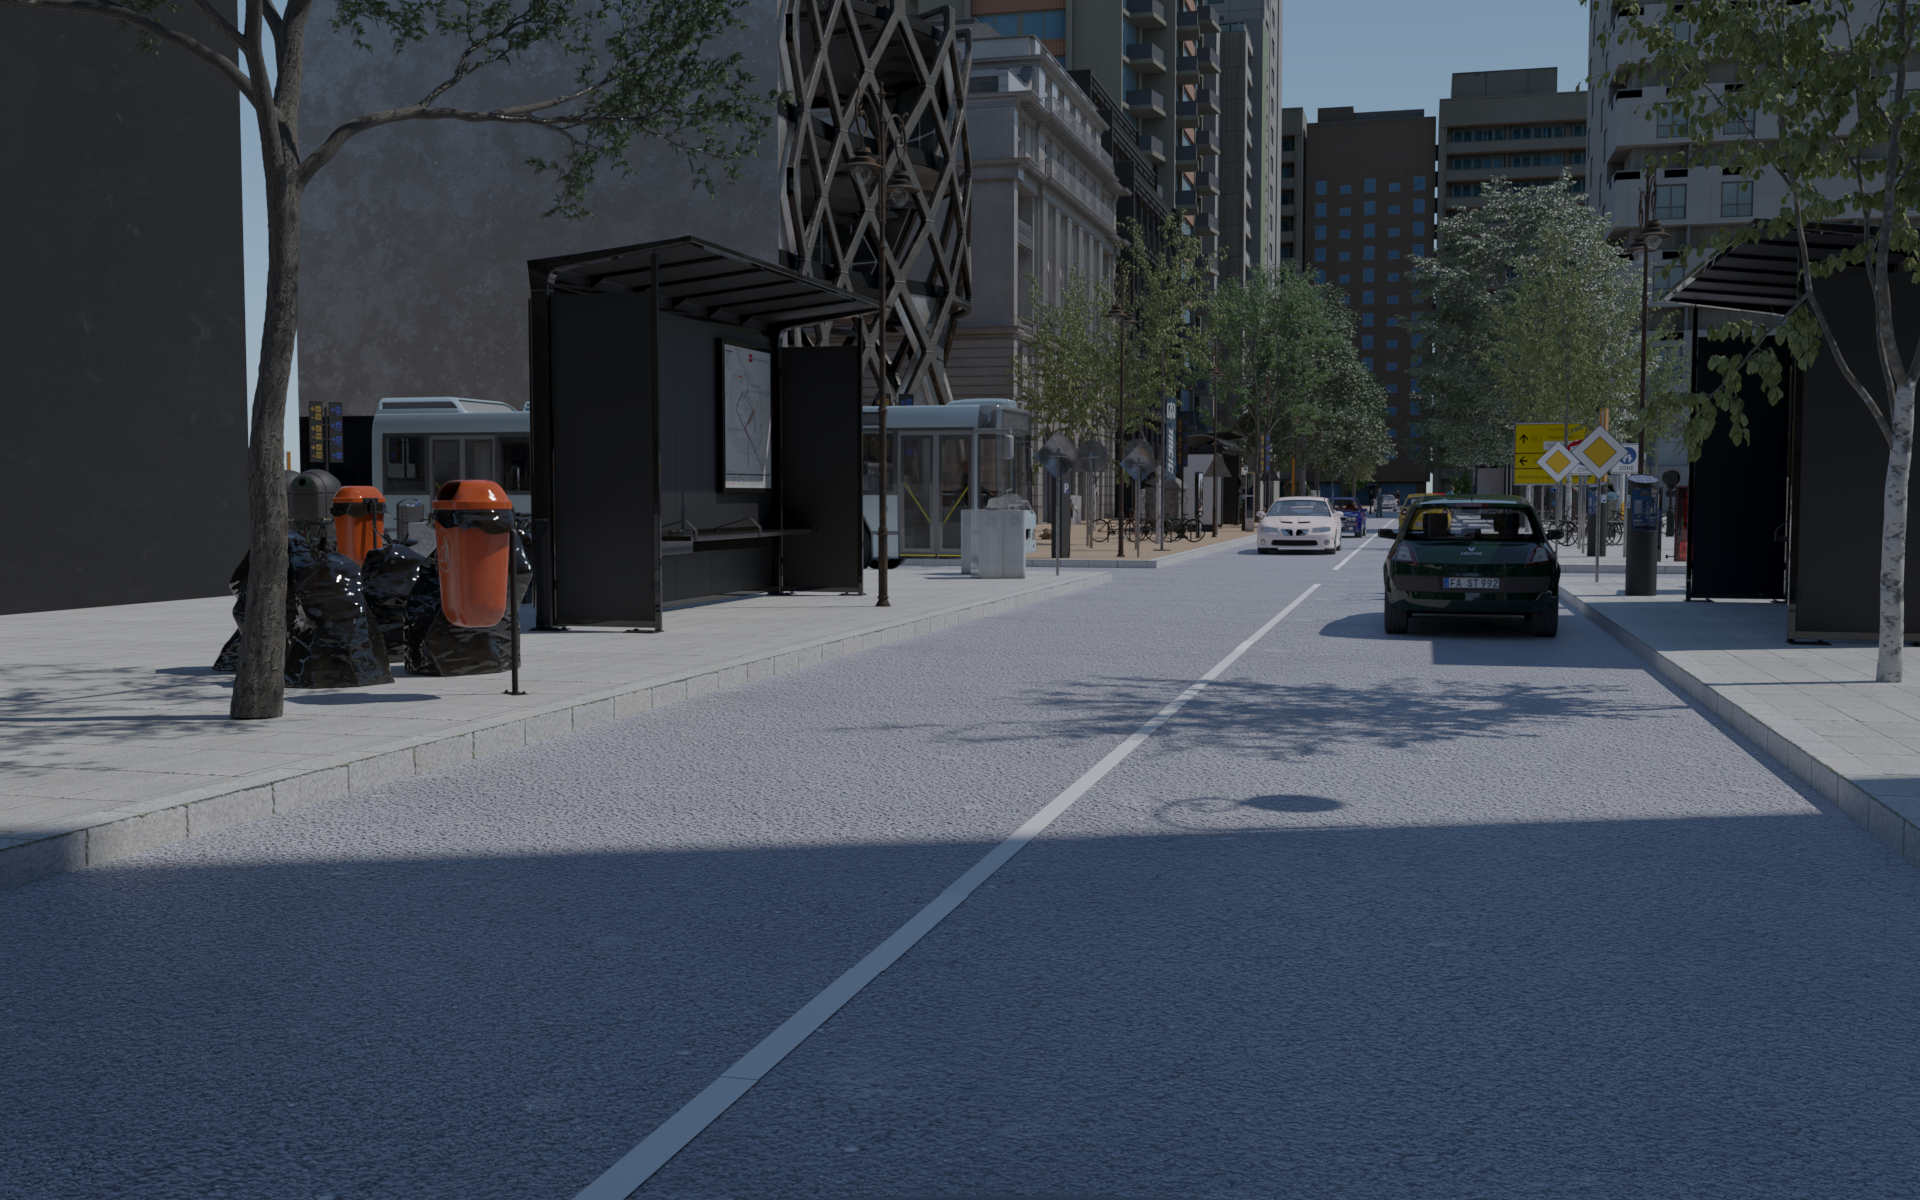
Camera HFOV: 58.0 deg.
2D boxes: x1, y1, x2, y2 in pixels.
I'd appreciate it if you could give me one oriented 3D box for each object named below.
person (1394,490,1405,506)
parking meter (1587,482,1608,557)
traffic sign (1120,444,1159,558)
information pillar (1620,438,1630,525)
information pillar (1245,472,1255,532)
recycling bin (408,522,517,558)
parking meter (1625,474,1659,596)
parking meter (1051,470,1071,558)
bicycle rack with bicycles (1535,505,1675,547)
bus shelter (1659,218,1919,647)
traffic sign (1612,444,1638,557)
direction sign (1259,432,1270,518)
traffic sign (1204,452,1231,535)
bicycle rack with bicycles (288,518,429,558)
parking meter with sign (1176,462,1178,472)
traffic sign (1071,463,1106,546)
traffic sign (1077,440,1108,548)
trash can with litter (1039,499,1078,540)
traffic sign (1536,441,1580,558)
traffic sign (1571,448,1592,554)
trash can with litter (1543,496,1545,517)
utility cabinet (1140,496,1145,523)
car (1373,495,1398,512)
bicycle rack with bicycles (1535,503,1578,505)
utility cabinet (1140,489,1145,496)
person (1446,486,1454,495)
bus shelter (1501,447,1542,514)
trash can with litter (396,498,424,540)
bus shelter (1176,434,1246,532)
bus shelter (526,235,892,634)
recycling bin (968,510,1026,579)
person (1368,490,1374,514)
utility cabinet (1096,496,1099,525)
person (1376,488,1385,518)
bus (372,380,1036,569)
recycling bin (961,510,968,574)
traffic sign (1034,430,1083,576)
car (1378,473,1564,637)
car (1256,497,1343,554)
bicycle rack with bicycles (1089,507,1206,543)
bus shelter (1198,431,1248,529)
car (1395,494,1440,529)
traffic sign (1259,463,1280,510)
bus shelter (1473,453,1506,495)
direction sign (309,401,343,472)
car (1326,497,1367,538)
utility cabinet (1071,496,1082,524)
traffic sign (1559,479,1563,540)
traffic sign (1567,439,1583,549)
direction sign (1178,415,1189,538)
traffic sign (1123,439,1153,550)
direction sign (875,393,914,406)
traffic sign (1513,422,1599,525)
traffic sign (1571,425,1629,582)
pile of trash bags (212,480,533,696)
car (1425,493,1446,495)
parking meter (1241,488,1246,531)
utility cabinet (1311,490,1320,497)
[{"bbox_3d":[40.176,-9.164,158.858,1.217,1.766,0.721,2,4,33],"label":"person"},{"bbox_3d":[13.076,-1.660,35.545,0.372,1.533,0.369,0,3,0],"label":"parking meter"},{"bbox_3d":[3.601,-1.912,34.911,0.795,2.450,0.064,1,4,15],"label":"traffic sign"},{"bbox_3d":[27.665,-4.933,72.009,0.504,3.616,0.183,-2,4,-33],"label":"information pillar"},{"bbox_3d":[9.867,-3.330,58.935,0.304,2.012,0.304,1,4,11],"label":"information pillar"},{"bbox_3d":[-4.416,-0.176,15.427,0.722,1.027,0.722,1,4,11],"label":"recycling bin"},{"bbox_3d":[8.620,-0.824,21.886,0.372,1.533,0.369,0,3,0],"label":"parking meter"},{"bbox_3d":[2.024,-1.772,34.685,0.255,1.863,0.399,2,4,33],"label":"parking meter"},{"bbox_3d":[15.894,-1.835,43.389,2.925,0.926,2.852,0,4,-4],"label":"bicycle rack with bicycles"},{"bbox_3d":[8.383,-1.608,17.575,1.731,3.624,6.357,1,4,15],"label":"bus shelter"},{"bbox_3d":[13.466,-2.012,35.033,0.606,2.300,0.079,1,4,15],"label":"traffic sign"},{"bbox_3d":[11.193,-4.386,63.700,0.379,3.537,0.876,2,4,33],"label":"direction sign"},{"bbox_3d":[7.973,-3.286,53.723,0.884,2.594,0.081,2,4,25],"label":"traffic sign"},{"bbox_3d":[-8.984,-0.748,25.615,2.852,0.926,2.925,1,4,11],"label":"bicycle rack with bicycles"},{"bbox_3d":[12.243,-5.976,93.969,0.543,3.016,1.738,2,4,25],"label":"parking meter with sign"},{"bbox_3d":[3.127,-2.589,42.338,0.884,2.594,0.081,2,4,24],"label":"traffic sign"},{"bbox_3d":[3.100,-2.494,40.887,0.768,2.556,0.104,1,4,21],"label":"traffic sign"},{"bbox_3d":[2.761,-2.293,48.879,1.055,1.170,0.624,-3,5,-42],"label":"trash can with litter"},{"bbox_3d":[11.320,-1.785,32.832,0.795,2.450,0.064,1,4,15],"label":"traffic sign"},{"bbox_3d":[13.416,-2.146,37.220,0.606,2.300,0.079,1,4,22],"label":"traffic sign"},{"bbox_3d":[30.152,-4.790,89.704,0.624,1.170,1.055,1,4,21],"label":"trash can with litter"},{"bbox_3d":[8.376,-3.979,76.210,1.020,1.237,0.306,-1,4,-21],"label":"utility cabinet"},{"bbox_3d":[35.159,-8.002,143.187,2.083,1.381,4.827,1,4,13],"label":"car"},{"bbox_3d":[21.711,-2.940,61.451,2.852,0.926,2.925,-3,5,-44],"label":"bicycle rack with bicycles"},{"bbox_3d":[8.418,-4.221,77.691,0.318,1.500,1.173,3,5,44],"label":"utility cabinet"},{"bbox_3d":[21.229,-4.052,75.090,0.444,1.785,0.601,-1,4,-21],"label":"person"},{"bbox_3d":[25.506,-6.125,77.770,2.179,5.291,8.768,1,4,15],"label":"bus shelter"},{"bbox_3d":[-8.902,-1.115,29.290,1.678,1.210,2.233,2,4,33],"label":"trash can with litter"},{"bbox_3d":[8.769,-4.105,61.042,2.014,3.302,5.546,1,4,15],"label":"bus shelter"},{"bbox_3d":[-2.481,-1.694,18.983,1.731,3.624,6.357,1,4,15],"label":"bus shelter"},{"bbox_3d":[0.580,-0.851,26.474,0.722,1.027,0.722,-1,4,-11],"label":"recycling bin"},{"bbox_3d":[29.050,-6.898,122.113,0.721,1.723,1.217,1,4,18],"label":"person"},{"bbox_3d":[5.620,-3.722,72.013,0.306,1.237,1.020,0,4,4],"label":"utility cabinet"},{"bbox_3d":[25.575,-5.906,105.240,0.590,1.801,0.661,1,4,21],"label":"person"},{"bbox_3d":[-4.430,-2.290,32.299,13.247,3.499,2.948,1,4,16],"label":"bus"},{"bbox_3d":[0.499,-0.934,27.820,0.722,1.027,0.722,3,4,38],"label":"recycling bin"},{"bbox_3d":[1.538,-1.441,27.196,0.795,2.450,0.064,1,4,15],"label":"traffic sign"},{"bbox_3d":[5.568,-0.558,18.914,2.009,1.686,4.222,1,4,16],"label":"car"},{"bbox_3d":[8.412,-1.858,42.740,2.083,1.381,4.827,1,4,15],"label":"car"},{"bbox_3d":[5.211,-2.027,46.522,2.925,0.926,2.852,2,4,26],"label":"bicycle rack with bicycles"},{"bbox_3d":[10.041,-4.659,67.461,1.731,3.624,6.357,1,4,15],"label":"bus shelter"},{"bbox_3d":[15.767,-2.966,58.721,2.015,1.641,3.980,1,4,15],"label":"car"},{"bbox_3d":[12.608,-4.320,70.629,0.884,2.594,0.081,2,4,23],"label":"traffic sign"},{"bbox_3d":[26.878,-5.707,87.241,2.014,3.302,5.546,1,4,15],"label":"bus shelter"},{"bbox_3d":[-15.509,-3.085,42.431,0.379,3.537,0.876,3,4,39],"label":"direction sign"},{"bbox_3d":[12.690,-2.784,58.092,1.945,1.354,3.894,1,4,16],"label":"car"},{"bbox_3d":[4.739,-3.796,73.227,0.306,1.237,1.020,3,4,38],"label":"utility cabinet"},{"bbox_3d":[16.884,-2.970,48.662,0.768,2.556,0.104,2,4,24],"label":"traffic sign"},{"bbox_3d":[14.486,-2.467,40.440,0.768,2.556,0.104,1,4,17],"label":"traffic sign"},{"bbox_3d":[6.451,-3.559,50.193,0.379,3.537,0.876,-1,4,-10],"label":"direction sign"},{"bbox_3d":[4.079,-2.440,39.994,0.768,2.556,0.104,2,4,25],"label":"traffic sign"},{"bbox_3d":[-1.474,-2.885,39.162,0.876,3.537,0.379,-1,4,-15],"label":"direction sign"},{"bbox_3d":[16.873,-3.379,49.117,2.265,3.308,0.079,1,4,23],"label":"traffic sign"},{"bbox_3d":[9.256,-1.313,25.118,0.795,2.450,0.064,1,4,15],"label":"traffic sign"},{"bbox_3d":[-3.886,-0.141,12.064,1.912,1.369,3.447,-3,4,-37],"label":"pile of trash bags"},{"bbox_3d":[24.607,-4.944,89.870,2.155,1.783,4.494,1,4,15],"label":"car"},{"bbox_3d":[9.962,-3.163,60.126,0.372,1.533,0.369,0,3,0],"label":"parking meter"},{"bbox_3d":[21.859,-6.031,107.285,0.318,1.500,1.173,3,5,41],"label":"utility cabinet"}]
